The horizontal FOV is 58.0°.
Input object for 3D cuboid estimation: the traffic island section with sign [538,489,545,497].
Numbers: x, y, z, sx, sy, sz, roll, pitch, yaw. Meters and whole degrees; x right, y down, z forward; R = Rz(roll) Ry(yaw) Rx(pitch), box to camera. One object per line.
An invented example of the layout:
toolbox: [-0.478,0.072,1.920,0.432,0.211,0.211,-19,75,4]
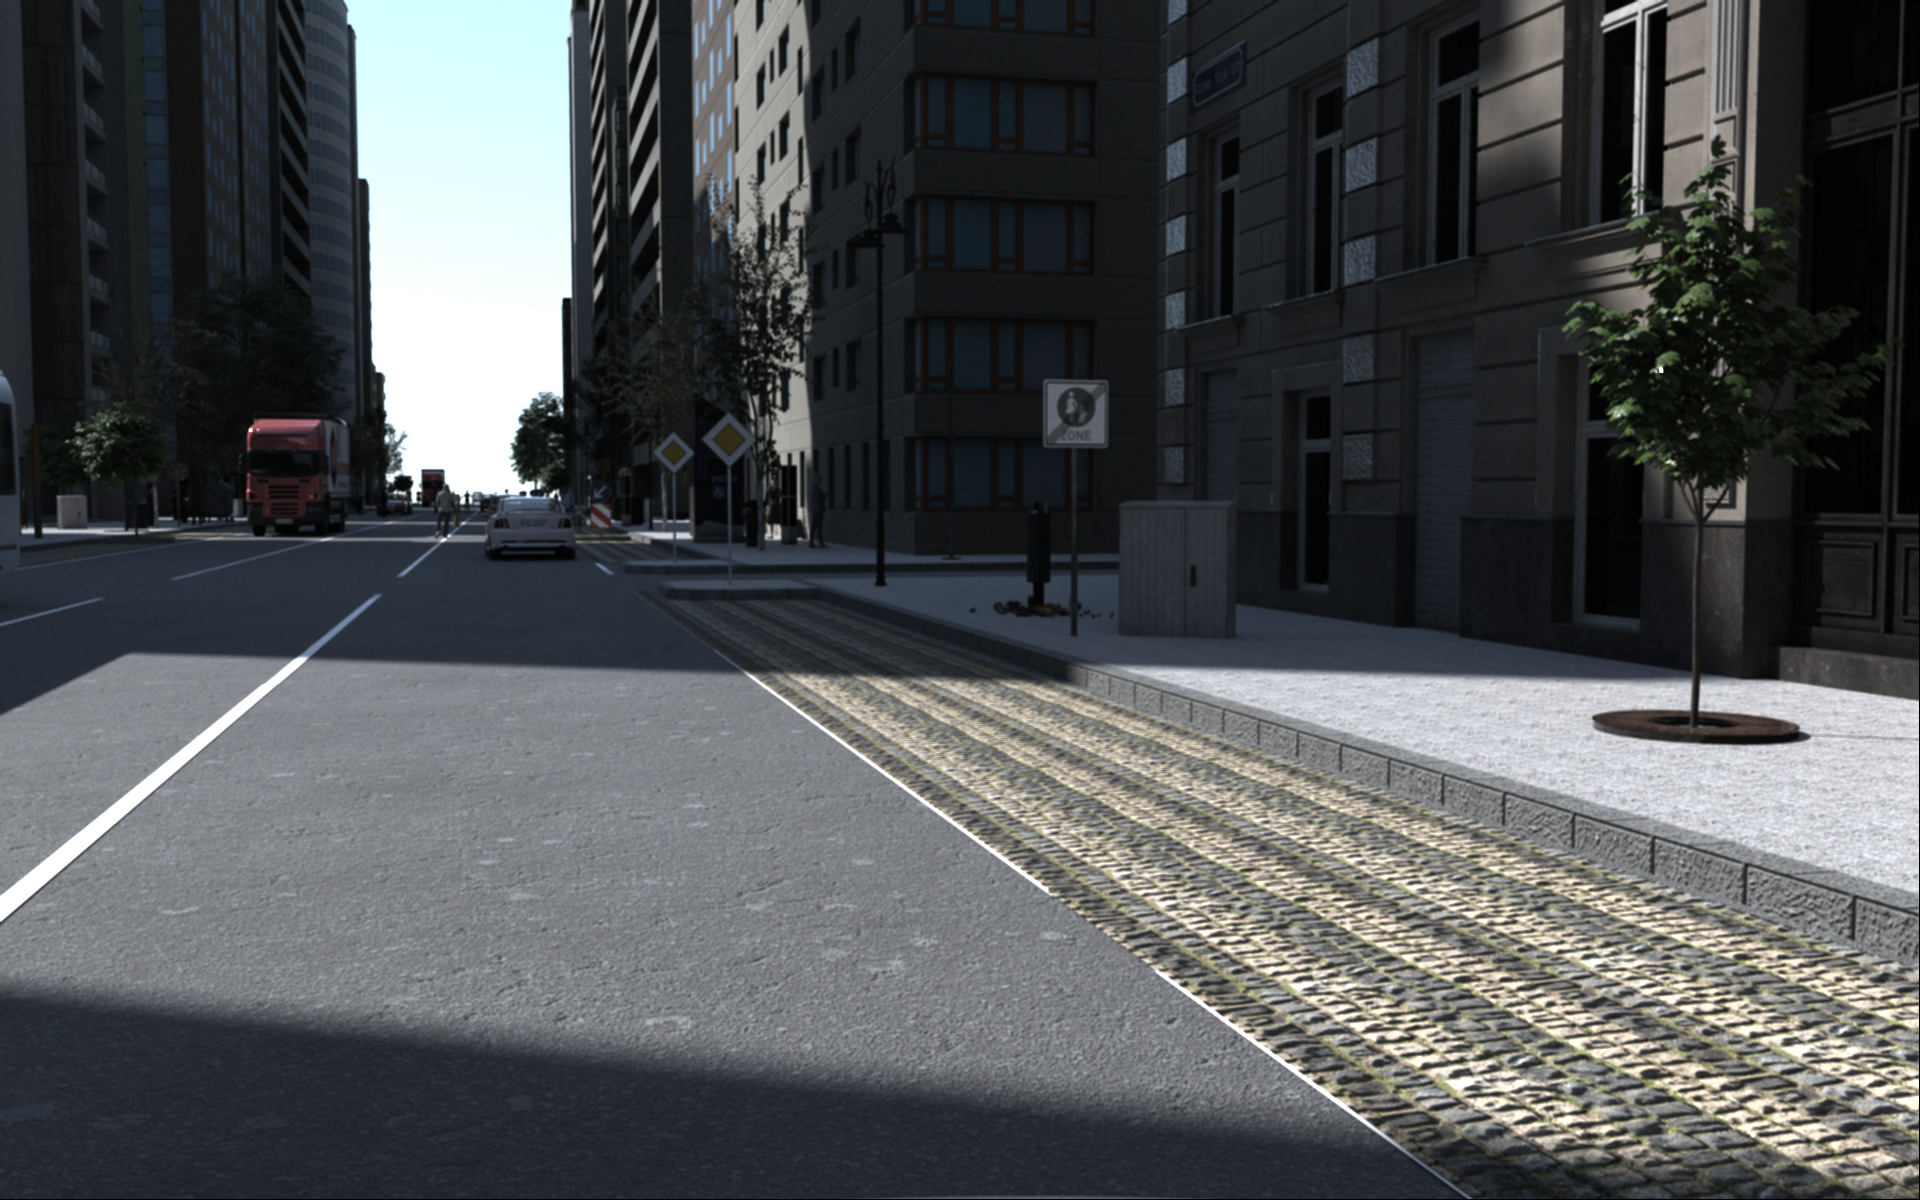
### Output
traffic island section with sign: [-18.264,-4.349,79.731,1.989,1.847,2.006,-1,4,-15]

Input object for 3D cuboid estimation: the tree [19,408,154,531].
tree: [-35.580,-5.208,68.872,4.285,4.588,4.351,0,3,0]

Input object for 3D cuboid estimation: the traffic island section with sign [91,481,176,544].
traffic island section with sign: [-24.021,-2.556,50.422,1.989,1.847,2.006,-1,4,-15]

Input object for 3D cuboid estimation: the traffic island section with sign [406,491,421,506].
traffic island section with sign: [-65.218,-12.015,205.077,1.989,1.847,2.006,-1,4,-15]

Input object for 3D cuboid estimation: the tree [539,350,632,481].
tree: [-23.645,-10.899,112.611,8.767,10.594,7.601,1,4,14]

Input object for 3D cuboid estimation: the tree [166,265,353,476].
tree: [-38.439,-11.523,95.048,9.857,13.997,8.962,0,3,0]

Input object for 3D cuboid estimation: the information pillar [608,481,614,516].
information pillar: [-20.117,-5.834,99.882,0.304,2.012,0.304,1,4,8]

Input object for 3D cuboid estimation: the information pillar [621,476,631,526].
information pillar: [-13.253,-3.928,68.709,0.304,2.012,0.304,-2,4,-35]

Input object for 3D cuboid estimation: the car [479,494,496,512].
car: [-38.598,-8.188,142.667,1.959,1.807,4.718,-1,4,-15]

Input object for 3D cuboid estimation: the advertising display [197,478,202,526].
advertising display: [-31.068,-4.011,70.797,0.123,1.923,0.974,-1,4,-21]

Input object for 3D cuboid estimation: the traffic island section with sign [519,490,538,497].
traffic island section with sign: [-38.247,-8.939,154.777,1.989,1.847,2.006,-1,4,-15]

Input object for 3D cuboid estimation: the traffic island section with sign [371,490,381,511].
traffic island section with sign: [-50.975,-8.745,151.604,1.989,1.847,2.006,-1,4,-15]

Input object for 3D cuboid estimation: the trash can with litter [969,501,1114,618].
trash can with litter: [0.922,-0.480,18.911,1.678,1.210,2.233,0,4,-4]

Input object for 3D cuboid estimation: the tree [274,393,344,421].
tree: [-42.538,-9.826,111.025,4.737,8.622,4.395,0,3,0]

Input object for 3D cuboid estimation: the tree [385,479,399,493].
tree: [-73.205,-13.945,222.595,1.663,3.219,1.824,0,3,0]

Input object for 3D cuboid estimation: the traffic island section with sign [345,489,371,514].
traffic island section with sign: [-44.026,-7.147,125.488,1.989,1.847,2.006,-1,4,-15]

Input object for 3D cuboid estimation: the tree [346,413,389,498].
tree: [-56.467,-12.947,162.040,4.737,8.622,4.395,0,3,0]

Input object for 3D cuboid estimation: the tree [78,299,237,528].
tree: [-30.301,-6.986,64.584,4.360,8.622,3.978,0,3,0]

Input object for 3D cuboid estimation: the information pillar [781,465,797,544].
information pillar: [-4.362,-2.429,44.199,0.304,2.012,0.304,3,5,43]

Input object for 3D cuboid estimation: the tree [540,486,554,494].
tree: [-54.355,-14.291,228.260,1.663,3.219,1.824,0,3,0]

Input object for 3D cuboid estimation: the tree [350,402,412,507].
tree: [-59.024,-14.653,173.995,7.601,10.594,8.767,0,4,0]

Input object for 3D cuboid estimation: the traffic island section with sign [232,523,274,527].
traffic island section with sign: [-31.000,-4.157,76.600,1.989,1.847,2.006,-1,4,-15]

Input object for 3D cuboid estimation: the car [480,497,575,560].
car: [-9.763,-1.642,39.217,2.083,1.381,4.827,-1,4,-17]

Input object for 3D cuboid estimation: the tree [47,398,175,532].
tree: [-28.766,-4.631,59.433,4.285,4.588,4.351,0,3,0]

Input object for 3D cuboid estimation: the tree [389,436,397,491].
tree: [-64.383,-14.862,193.360,4.737,8.622,4.395,0,3,0]

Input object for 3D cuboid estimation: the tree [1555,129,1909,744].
tree: [4.106,-0.896,9.244,1.663,3.219,1.824,0,3,0]

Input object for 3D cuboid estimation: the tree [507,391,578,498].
tree: [-45.658,-16.620,189.863,7.486,12.596,7.792,0,3,0]

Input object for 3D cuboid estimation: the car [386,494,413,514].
car: [-39.971,-6.943,123.307,2.009,1.686,4.222,-1,4,-15]

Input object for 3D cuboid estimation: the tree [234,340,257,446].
tree: [-35.437,-8.082,82.511,4.360,8.622,3.978,0,3,0]

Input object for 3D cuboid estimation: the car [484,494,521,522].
car: [-20.144,-4.088,77.067,2.015,1.641,3.980,-1,4,-16]

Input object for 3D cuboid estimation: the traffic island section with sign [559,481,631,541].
traffic island section with sign: [-11.210,-2.729,53.248,1.989,1.847,2.006,-1,4,-15]

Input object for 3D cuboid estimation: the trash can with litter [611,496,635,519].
trash can with litter: [-17.296,-4.754,88.793,2.233,1.210,1.678,-3,5,-44]

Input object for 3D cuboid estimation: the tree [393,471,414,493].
tree: [-80.250,-16.266,249.656,4.285,4.588,4.351,0,3,0]

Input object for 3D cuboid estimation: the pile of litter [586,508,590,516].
pile of litter: [-21.437,-5.416,102.510,1.719,0.858,1.176,-2,4,-27]

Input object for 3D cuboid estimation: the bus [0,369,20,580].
bus: [-11.670,-1.288,15.927,2.948,3.499,13.247,-1,4,-16]

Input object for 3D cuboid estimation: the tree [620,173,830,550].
tree: [-4.731,-5.431,39.155,4.360,8.622,3.978,0,3,0]

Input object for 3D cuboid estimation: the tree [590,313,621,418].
tree: [-9.987,-6.565,57.700,4.360,8.622,3.978,0,3,0]

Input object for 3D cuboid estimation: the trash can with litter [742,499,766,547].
trash can with litter: [-5.086,-1.893,42.335,0.624,1.170,1.055,-1,4,-15]

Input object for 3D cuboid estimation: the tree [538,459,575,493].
tree: [-37.406,-10.793,160.171,4.285,4.588,4.351,0,3,0]

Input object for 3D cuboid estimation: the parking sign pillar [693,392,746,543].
parking sign pillar: [-6.365,-3.508,45.827,1.447,3.967,1.447,0,4,-1]

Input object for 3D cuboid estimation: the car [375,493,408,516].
car: [-38.247,-6.580,116.621,2.155,1.783,4.494,-1,4,-16]
